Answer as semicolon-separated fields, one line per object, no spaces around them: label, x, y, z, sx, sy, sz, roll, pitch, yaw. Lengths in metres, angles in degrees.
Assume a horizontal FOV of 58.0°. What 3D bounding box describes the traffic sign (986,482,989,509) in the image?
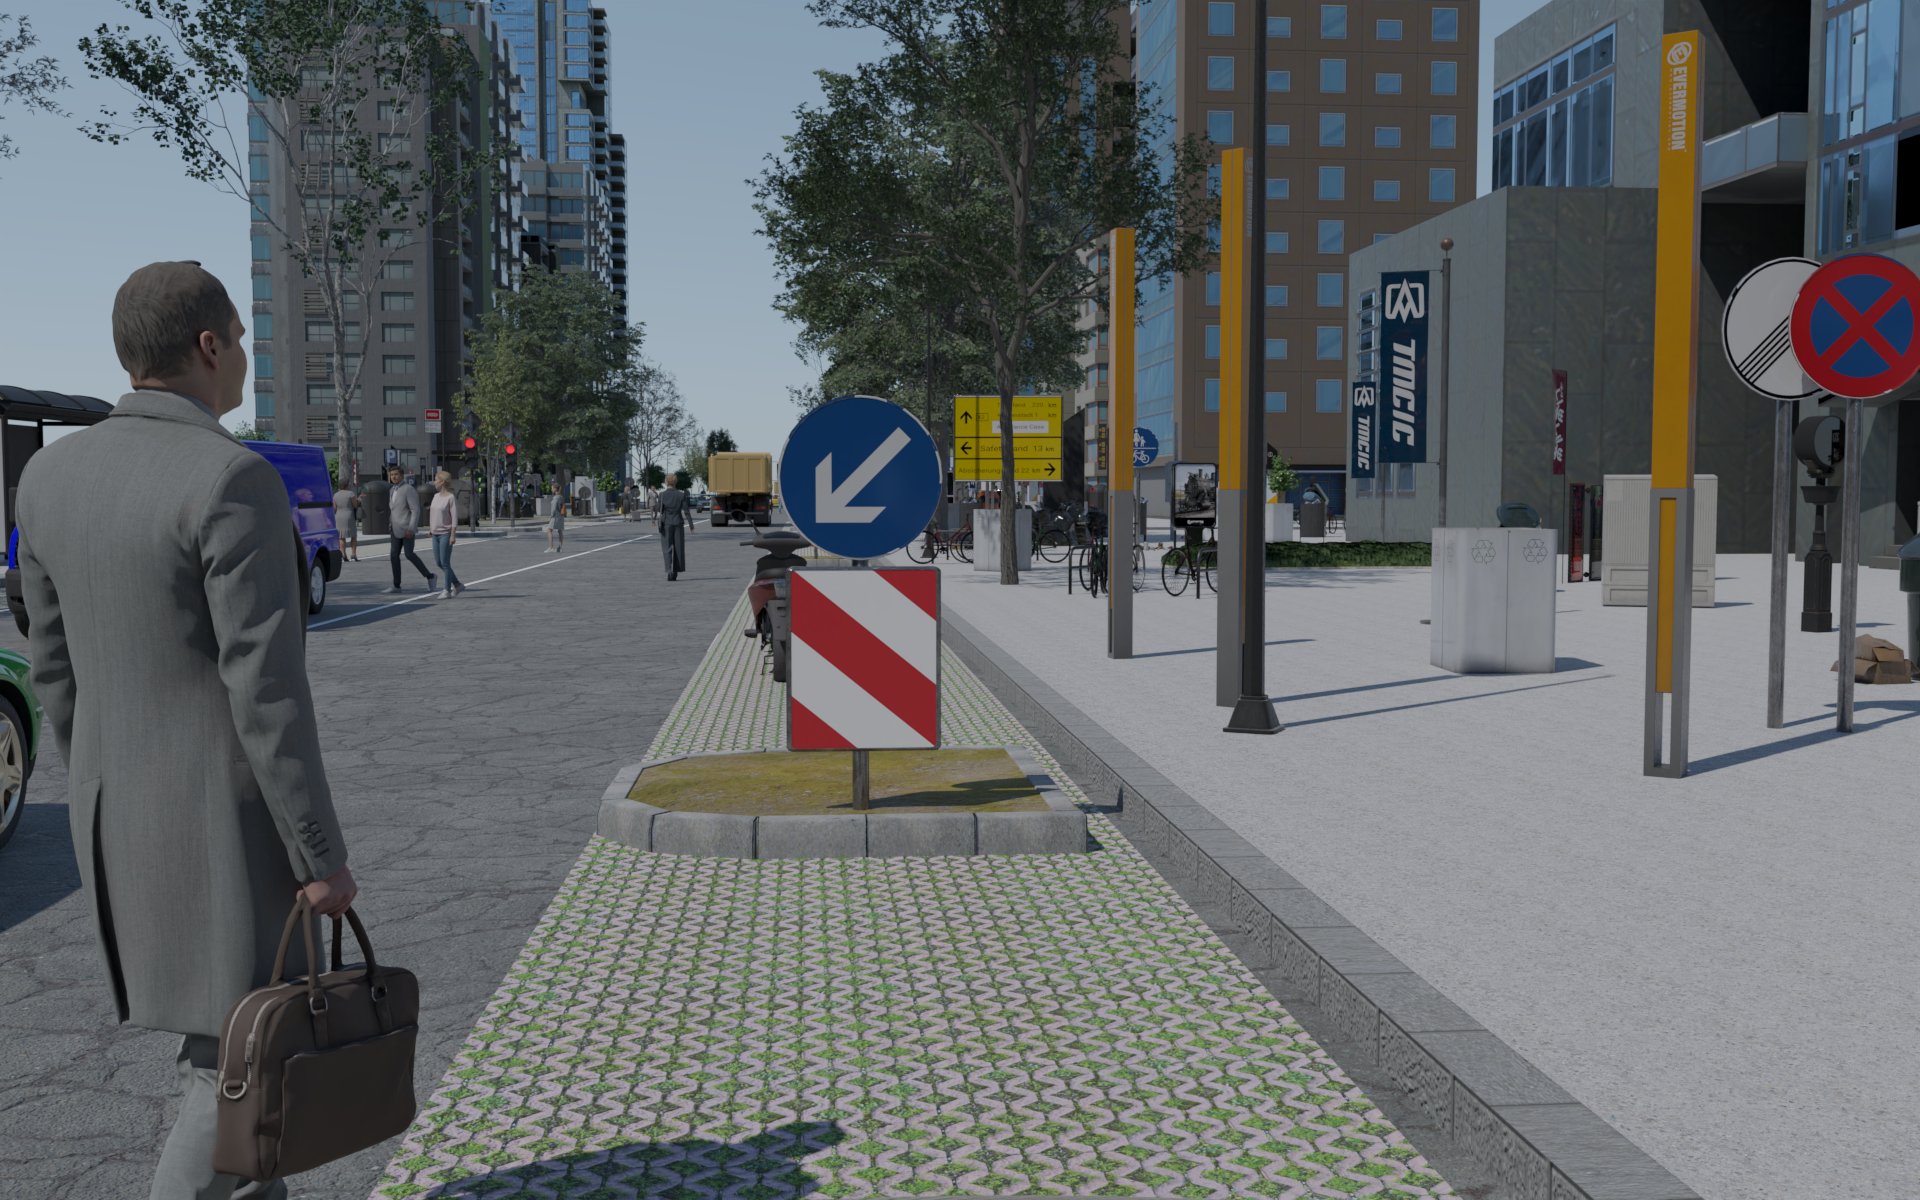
traffic sign;0.603;-2.322;38.075;0.768;2.556;0.104;0;4;2

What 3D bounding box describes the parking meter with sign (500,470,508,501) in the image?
parking meter with sign;-32.130;-7.693;122.037;0.543;3.016;1.738;-2;4;-33

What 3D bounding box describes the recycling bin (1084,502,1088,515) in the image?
recycling bin;3.796;-2.707;56.808;0.722;1.027;0.722;1;4;9

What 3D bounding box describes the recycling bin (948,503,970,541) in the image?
recycling bin;0.104;-2.137;47.499;0.722;1.027;0.722;2;4;30

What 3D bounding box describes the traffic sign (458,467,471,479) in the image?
traffic sign;-22.722;-4.873;79.777;0.768;2.556;0.104;0;3;0

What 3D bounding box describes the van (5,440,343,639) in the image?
van;-8.469;-0.892;18.965;2.240;2.365;5.245;0;4;-4

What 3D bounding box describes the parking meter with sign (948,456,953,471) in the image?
parking meter with sign;-0.464;-5.145;80.387;0.543;3.016;1.738;-1;4;-13

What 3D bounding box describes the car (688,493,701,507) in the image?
car;-26.419;-10.015;172.534;1.959;1.807;4.718;0;4;-5

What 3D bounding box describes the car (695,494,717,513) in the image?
car;-18.977;-7.405;130.853;2.009;1.686;4.222;0;4;-5

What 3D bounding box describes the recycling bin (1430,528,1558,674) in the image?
recycling bin;3.900;-0.008;12.693;0.722;1.027;0.722;0;4;-1

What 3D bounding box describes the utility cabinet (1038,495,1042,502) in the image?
utility cabinet;5.090;-5.853;106.854;0.306;1.237;1.020;2;4;33

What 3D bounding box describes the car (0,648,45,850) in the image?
car;-4.550;0.211;5.339;1.959;1.807;4.718;0;4;-5

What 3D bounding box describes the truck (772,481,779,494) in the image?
truck;-26.780;-16.254;261.669;3.469;3.379;9.791;0;4;-7

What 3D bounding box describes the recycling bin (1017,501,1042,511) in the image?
recycling bin;2.525;-2.846;59.081;0.722;1.027;0.722;3;5;41

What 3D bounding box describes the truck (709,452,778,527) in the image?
truck;-9.894;-5.080;78.981;3.469;3.379;9.791;0;4;-5

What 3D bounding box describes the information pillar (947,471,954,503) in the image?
information pillar;-0.377;-3.160;56.161;0.304;2.012;0.304;-2;4;-27

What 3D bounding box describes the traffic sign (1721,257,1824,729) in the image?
traffic sign;4.470;-0.570;9.422;0.768;2.556;0.104;0;4;-4

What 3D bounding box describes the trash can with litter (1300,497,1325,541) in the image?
trash can with litter;7.984;-1.606;37.314;2.233;1.210;1.678;1;4;12

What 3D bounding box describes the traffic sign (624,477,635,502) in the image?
traffic sign;-24.447;-7.834;128.186;0.768;2.556;0.104;0;4;-2

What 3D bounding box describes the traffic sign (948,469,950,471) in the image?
traffic sign;-0.782;-5.002;81.888;0.768;2.556;0.104;0;4;-2

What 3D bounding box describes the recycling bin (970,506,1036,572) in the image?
recycling bin;0.712;-1.002;28.930;0.722;1.027;0.722;3;5;40

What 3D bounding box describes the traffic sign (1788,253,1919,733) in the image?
traffic sign;4.771;-0.560;9.264;0.768;2.556;0.104;0;4;1

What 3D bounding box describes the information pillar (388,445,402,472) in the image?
information pillar;-26.545;-5.517;81.558;0.504;3.616;0.183;-1;4;-13

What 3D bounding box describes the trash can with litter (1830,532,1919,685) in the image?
trash can with litter;6.555;-0.024;11.780;1.055;1.170;0.624;-1;4;-14

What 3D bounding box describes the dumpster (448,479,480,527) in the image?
dumpster;-19.424;-3.765;67.315;1.264;1.857;1.865;0;4;-5

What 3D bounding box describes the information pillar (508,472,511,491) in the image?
information pillar;-29.190;-7.429;112.816;0.504;3.616;0.183;1;4;13

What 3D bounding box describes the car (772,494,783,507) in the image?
car;-18.243;-9.927;172.525;2.015;1.641;3.980;0;4;-5

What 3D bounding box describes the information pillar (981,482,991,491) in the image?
information pillar;1.068;-4.721;68.548;0.504;3.616;0.183;3;4;39

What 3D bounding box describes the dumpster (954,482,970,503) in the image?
dumpster;-0.234;-4.049;71.957;1.264;1.857;1.865;0;4;-5

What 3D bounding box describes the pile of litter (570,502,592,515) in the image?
pile of litter;-22.936;-5.520;104.212;1.719;0.858;1.176;-1;4;-11

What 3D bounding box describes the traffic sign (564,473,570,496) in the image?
traffic sign;-24.118;-6.447;105.518;0.768;2.556;0.104;0;4;3

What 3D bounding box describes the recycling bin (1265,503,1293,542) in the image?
recycling bin;8.414;-2.065;46.314;0.722;1.027;0.722;-2;4;-27

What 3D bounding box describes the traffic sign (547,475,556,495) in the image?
traffic sign;-26.603;-6.922;113.273;0.768;2.556;0.104;0;4;5

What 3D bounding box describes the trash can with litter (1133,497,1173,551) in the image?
trash can with litter;4.456;-1.784;40.230;1.678;1.210;2.233;2;4;31

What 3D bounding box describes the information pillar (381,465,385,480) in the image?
information pillar;-45.650;-8.929;137.342;0.183;3.616;0.504;3;5;42

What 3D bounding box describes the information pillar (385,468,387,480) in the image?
information pillar;-37.370;-7.502;114.016;0.504;3.616;0.183;-1;4;-14

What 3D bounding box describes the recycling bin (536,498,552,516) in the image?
recycling bin;-24.608;-5.497;102.429;0.722;1.027;0.722;-2;4;-31

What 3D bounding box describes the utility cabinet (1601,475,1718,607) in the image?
utility cabinet;7.925;-0.671;19.651;1.173;1.500;0.318;1;4;16

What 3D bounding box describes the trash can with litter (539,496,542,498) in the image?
trash can with litter;-27.039;-6.038;110.111;1.055;1.170;0.624;0;4;-5

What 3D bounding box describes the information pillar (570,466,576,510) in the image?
information pillar;-27.201;-7.975;121.743;0.183;3.616;0.504;1;4;19

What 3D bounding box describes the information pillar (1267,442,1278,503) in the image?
information pillar;14.025;-5.295;77.920;0.504;3.616;0.183;1;4;9

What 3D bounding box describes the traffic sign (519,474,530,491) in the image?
traffic sign;-27.961;-6.801;111.307;0.768;2.556;0.104;0;4;3

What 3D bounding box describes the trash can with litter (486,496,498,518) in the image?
trash can with litter;-24.927;-4.922;91.863;0.624;1.170;1.055;-3;5;-42

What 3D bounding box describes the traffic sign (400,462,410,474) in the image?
traffic sign;-22.509;-4.284;70.047;0.884;2.594;0.081;0;4;0

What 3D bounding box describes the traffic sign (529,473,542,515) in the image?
traffic sign;-26.231;-6.539;107.023;0.768;2.556;0.104;0;4;3

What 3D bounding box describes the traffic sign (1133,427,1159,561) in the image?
traffic sign;3.393;-2.010;32.967;0.768;2.556;0.104;0;4;-2

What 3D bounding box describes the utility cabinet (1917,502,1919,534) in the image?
utility cabinet;11.425;-0.517;19.611;0.306;1.237;1.020;-3;5;-41

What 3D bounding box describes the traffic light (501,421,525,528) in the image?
traffic light;-17.106;-4.727;66.200;0.839;4.253;0.868;0;4;-5

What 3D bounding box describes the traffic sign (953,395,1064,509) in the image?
traffic sign;0.990;-2.552;35.605;2.265;3.308;0.079;0;4;4

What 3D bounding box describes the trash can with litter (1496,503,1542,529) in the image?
trash can with litter;7.240;-0.661;22.193;0.624;1.170;1.055;0;4;5

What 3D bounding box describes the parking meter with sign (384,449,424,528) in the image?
parking meter with sign;-21.420;-4.317;66.848;1.738;3.016;0.543;2;4;33

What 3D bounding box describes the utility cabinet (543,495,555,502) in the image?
utility cabinet;-26.142;-6.056;110.170;0.306;1.237;1.020;1;4;16

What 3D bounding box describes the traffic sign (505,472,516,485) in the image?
traffic sign;-21.906;-5.115;84.814;0.795;2.450;0.064;0;4;2

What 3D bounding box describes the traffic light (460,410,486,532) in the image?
traffic light;-16.391;-4.240;58.247;0.839;4.253;0.868;0;4;-5

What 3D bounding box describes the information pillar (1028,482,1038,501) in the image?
information pillar;2.809;-4.636;67.149;0.504;3.616;0.183;-3;5;-41

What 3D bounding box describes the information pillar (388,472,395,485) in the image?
information pillar;-18.995;-3.279;58.106;0.304;2.012;0.304;-1;4;-18

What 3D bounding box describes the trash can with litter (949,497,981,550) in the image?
trash can with litter;0.575;-1.759;39.816;2.233;1.210;1.678;1;4;19
